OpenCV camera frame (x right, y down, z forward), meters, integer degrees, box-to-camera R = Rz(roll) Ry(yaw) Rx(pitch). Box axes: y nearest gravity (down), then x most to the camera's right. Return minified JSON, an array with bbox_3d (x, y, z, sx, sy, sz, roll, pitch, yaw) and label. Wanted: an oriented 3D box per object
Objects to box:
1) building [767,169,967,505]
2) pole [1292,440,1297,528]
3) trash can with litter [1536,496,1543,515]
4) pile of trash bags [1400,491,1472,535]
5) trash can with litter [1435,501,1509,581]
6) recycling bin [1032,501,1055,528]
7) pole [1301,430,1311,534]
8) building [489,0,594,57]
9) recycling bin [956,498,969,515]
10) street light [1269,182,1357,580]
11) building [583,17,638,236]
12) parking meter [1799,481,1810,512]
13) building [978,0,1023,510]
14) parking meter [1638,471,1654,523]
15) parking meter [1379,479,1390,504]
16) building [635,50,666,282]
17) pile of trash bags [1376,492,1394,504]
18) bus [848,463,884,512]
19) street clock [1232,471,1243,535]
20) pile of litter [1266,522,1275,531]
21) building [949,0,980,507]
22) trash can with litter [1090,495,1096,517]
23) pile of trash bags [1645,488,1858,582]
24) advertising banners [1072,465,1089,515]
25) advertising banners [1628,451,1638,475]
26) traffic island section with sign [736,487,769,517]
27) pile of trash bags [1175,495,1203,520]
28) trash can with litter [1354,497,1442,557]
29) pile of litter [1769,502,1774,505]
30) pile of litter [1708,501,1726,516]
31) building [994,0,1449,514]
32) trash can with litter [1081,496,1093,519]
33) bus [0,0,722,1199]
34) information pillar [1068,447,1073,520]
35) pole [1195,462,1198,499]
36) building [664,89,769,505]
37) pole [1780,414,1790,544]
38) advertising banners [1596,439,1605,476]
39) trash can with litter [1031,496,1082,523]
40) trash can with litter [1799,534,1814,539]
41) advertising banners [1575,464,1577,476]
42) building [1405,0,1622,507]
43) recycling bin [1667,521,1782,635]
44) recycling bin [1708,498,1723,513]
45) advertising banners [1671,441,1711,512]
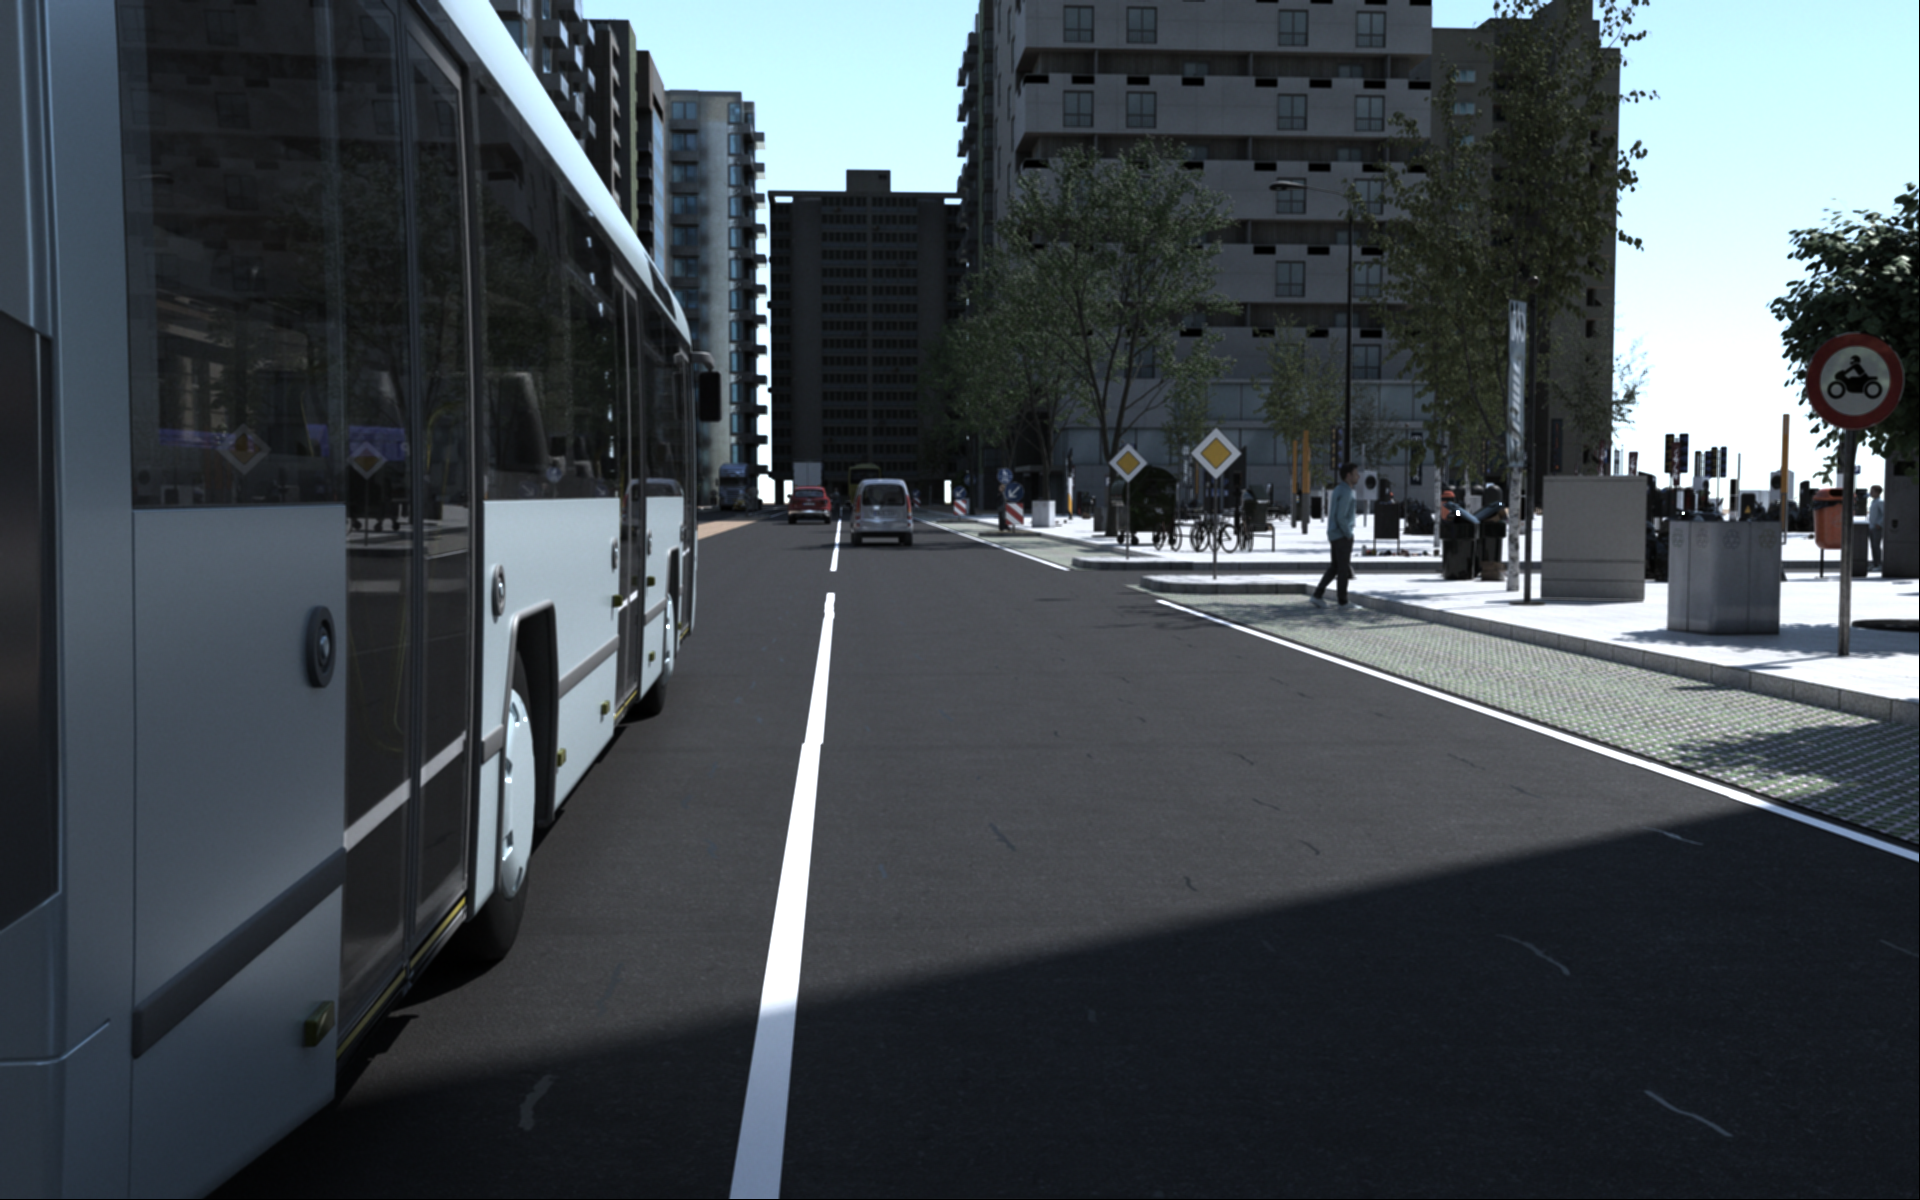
[{"bbox_3d":[-11.111,-31.692,210.052,23.993,40.220,32.217,0,4,-4],"label":"building"},{"bbox_3d":[12.739,-4.410,65.954,0.158,3.312,0.155,0,3,0],"label":"pole"},{"bbox_3d":[35.598,-5.706,104.349,2.233,1.210,1.678,3,4,39],"label":"trash can with litter"},{"bbox_3d":[15.021,-2.715,54.145,1.912,1.369,3.447,0,4,6],"label":"pile of trash bags"},{"bbox_3d":[7.702,-0.885,25.860,1.055,1.170,0.624,2,4,34],"label":"trash can with litter"},{"bbox_3d":[3.205,-3.292,66.377,0.722,1.027,0.722,2,4,24],"label":"recycling bin"},{"bbox_3d":[11.067,-3.771,55.500,0.158,3.312,0.155,0,3,0],"label":"pole"},{"bbox_3d":[-37.964,-30.713,121.770,23.786,49.044,30.456,0,4,-4],"label":"building"},{"bbox_3d":[0.204,-5.714,105.975,0.722,1.027,0.722,-1,4,-16],"label":"recycling bin"},{"bbox_3d":[5.294,-3.268,25.965,1.470,5.913,1.316,0,4,-4],"label":"street light"},{"bbox_3d":[-34.676,-28.191,144.510,14.154,41.232,14.086,0,4,-4],"label":"building"},{"bbox_3d":[36.530,-4.235,74.945,0.255,1.863,0.399,0,4,-7],"label":"parking meter"},{"bbox_3d":[8.411,-28.179,144.318,14.154,41.232,14.086,0,4,-4],"label":"building"},{"bbox_3d":[17.270,-2.319,43.627,0.399,1.863,0.255,1,4,23],"label":"parking meter"},{"bbox_3d":[16.236,-3.701,66.215,0.399,1.863,0.255,-3,5,-41],"label":"parking meter"},{"bbox_3d":[-37.080,-31.942,172.358,14.200,45.320,14.600,0,4,-4],"label":"building"},{"bbox_3d":[23.110,-5.043,92.204,1.912,1.369,3.447,0,4,2],"label":"pile of trash bags"},{"bbox_3d":[-7.508,-8.999,138.680,2.896,3.916,12.252,0,4,-2],"label":"bus"},{"bbox_3d":[8.725,-3.053,54.488,0.358,2.002,0.471,1,4,13],"label":"street clock"},{"bbox_3d":[10.592,-2.875,60.978,1.719,0.858,1.176,-3,5,-44],"label":"pile of litter"},{"bbox_3d":[11.273,-33.452,166.552,23.786,49.044,30.456,0,4,-4],"label":"building"},{"bbox_3d":[7.187,-5.204,96.150,1.678,1.210,2.233,-2,4,-34],"label":"trash can with litter"},{"bbox_3d":[11.745,-0.998,26.077,3.447,1.369,1.912,0,4,-3],"label":"pile of trash bags"},{"bbox_3d":[7.238,-6.653,104.969,0.090,3.025,2.074,3,4,37],"label":"advertising banners"},{"bbox_3d":[27.233,-4.614,71.630,0.090,3.025,2.074,-2,4,-24],"label":"advertising banners"},{"bbox_3d":[-12.912,-6.098,107.839,2.006,1.907,1.989,0,4,-4],"label":"traffic island section with sign"},{"bbox_3d":[11.458,-4.668,86.079,1.912,1.369,3.447,-3,5,-41],"label":"pile of trash bags"},{"bbox_3d":[9.193,-1.515,35.832,2.233,1.210,1.678,2,4,28],"label":"trash can with litter"},{"bbox_3d":[45.651,-5.057,96.643,1.176,0.858,1.719,1,4,13],"label":"pile of litter"},{"bbox_3d":[44.890,-5.449,103.058,1.176,0.858,1.719,0,4,6],"label":"pile of litter"},{"bbox_3d":[16.855,-32.678,123.518,28.713,52.752,27.495,0,4,-4],"label":"building"},{"bbox_3d":[6.590,-4.775,89.461,0.624,1.170,1.055,0,4,0],"label":"trash can with litter"},{"bbox_3d":[-2.884,-0.825,8.341,2.948,3.499,13.247,0,4,-5],"label":"bus"},{"bbox_3d":[5.513,-5.832,86.706,0.183,3.616,0.504,1,4,20],"label":"information pillar"},{"bbox_3d":[14.796,-6.998,108.255,0.158,3.312,0.155,0,3,0],"label":"pole"},{"bbox_3d":[-38.034,-35.768,204.423,30.456,49.044,23.786,0,4,-4],"label":"building"},{"bbox_3d":[20.986,-3.072,44.074,0.158,3.312,0.155,0,3,0],"label":"pole"},{"bbox_3d":[20.519,-3.583,54.766,0.090,3.025,2.074,0,4,4],"label":"advertising banners"},{"bbox_3d":[3.994,-3.972,76.007,2.233,1.210,1.678,-1,4,-8],"label":"trash can with litter"},{"bbox_3d":[24.902,-2.367,49.755,2.233,1.210,1.678,-1,4,-23],"label":"trash can with litter"},{"bbox_3d":[31.850,-5.692,89.251,0.090,3.025,2.074,1,4,12],"label":"advertising banners"},{"bbox_3d":[54.072,-33.709,174.836,21.600,48.544,21.300,0,4,-4],"label":"building"},{"bbox_3d":[7.099,-0.217,16.100,0.722,1.027,0.722,-1,4,-12],"label":"recycling bin"},{"bbox_3d":[46.951,-5.819,107.699,0.722,1.027,0.722,3,5,41],"label":"recycling bin"},{"bbox_3d":[24.071,-3.728,57.143,0.090,3.025,2.074,-1,4,-12],"label":"advertising banners"}]
